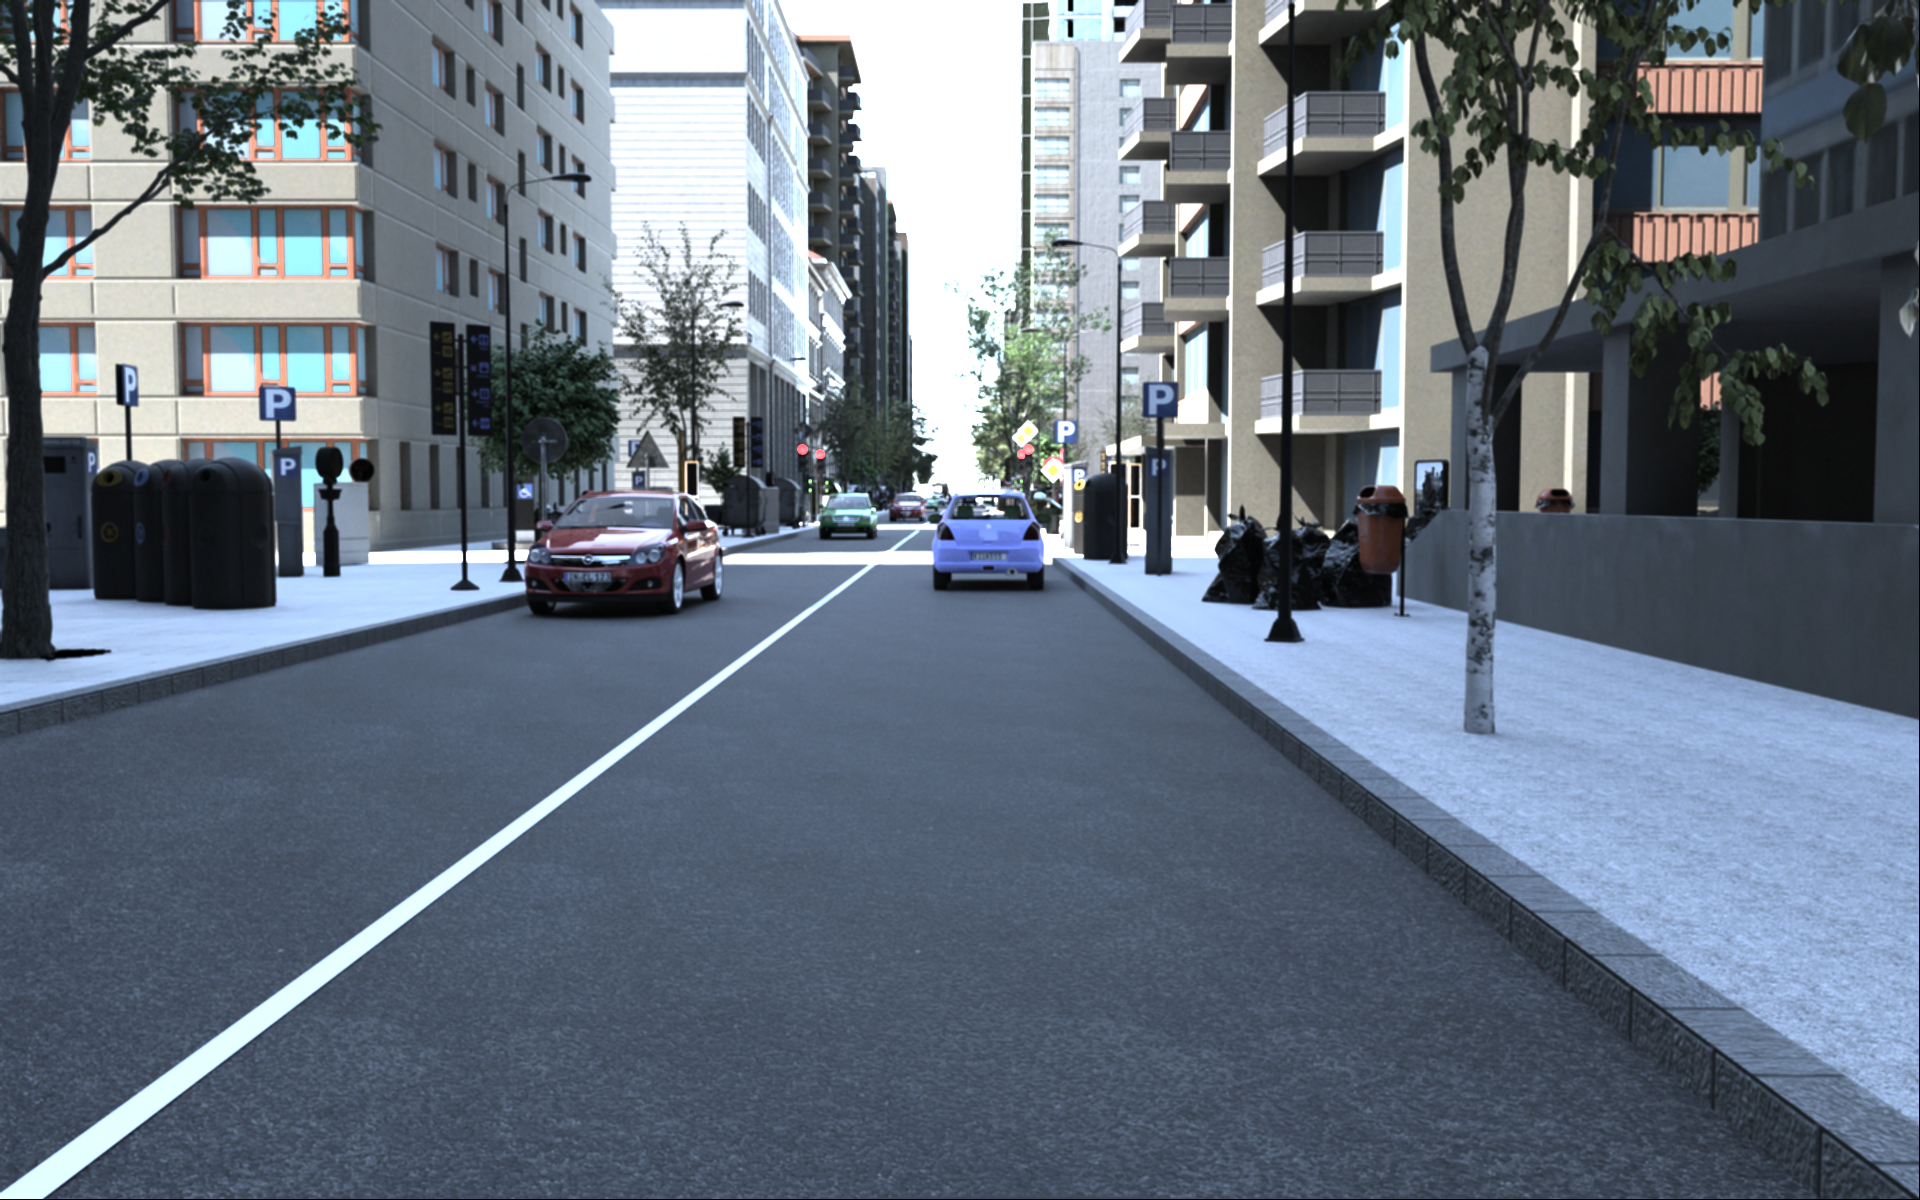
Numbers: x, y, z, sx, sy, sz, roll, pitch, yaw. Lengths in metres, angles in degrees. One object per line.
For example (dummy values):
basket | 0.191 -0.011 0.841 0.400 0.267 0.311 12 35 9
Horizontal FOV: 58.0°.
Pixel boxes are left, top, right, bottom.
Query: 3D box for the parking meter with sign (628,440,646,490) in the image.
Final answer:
parking meter with sign | -10.271 -3.608 55.252 0.543 3.016 1.738 -1 4 -12

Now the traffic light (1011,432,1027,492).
traffic light | 2.620 -5.220 74.264 0.839 4.253 0.868 0 4 0

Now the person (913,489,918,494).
person | -3.822 -8.521 147.794 0.580 1.828 0.573 2 4 28

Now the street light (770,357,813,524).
street light | -5.888 -5.283 58.912 1.470 5.913 1.316 0 4 0

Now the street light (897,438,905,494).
street light | -5.505 -10.383 142.309 1.470 5.913 1.316 0 4 0

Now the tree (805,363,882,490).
tree | -6.683 -8.964 96.918 4.360 8.622 3.978 0 3 0

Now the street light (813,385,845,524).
street light | -5.830 -6.216 74.180 1.470 5.913 1.316 0 4 0

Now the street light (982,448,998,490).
street light | 2.886 -12.337 174.254 1.470 5.913 1.316 0 4 0

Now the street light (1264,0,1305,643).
street light | 2.294 -2.595 14.966 1.470 5.913 1.316 0 4 0

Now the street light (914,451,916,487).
street light | -5.372 -12.991 184.951 1.470 5.913 1.316 0 4 0

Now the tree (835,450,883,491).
tree | -7.062 -8.401 121.062 4.285 4.588 4.351 0 3 0

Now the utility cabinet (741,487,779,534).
utility cabinet | -6.409 -2.870 55.603 1.173 1.500 0.318 -1 4 -21

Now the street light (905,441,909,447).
street light | -5.434 -10.938 151.384 1.470 5.913 1.316 0 4 0

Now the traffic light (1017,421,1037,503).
traffic light | 2.588 -4.731 66.279 0.839 4.253 0.868 0 4 0

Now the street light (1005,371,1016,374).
street light | 2.418 -5.692 65.604 1.470 5.913 1.316 0 4 0

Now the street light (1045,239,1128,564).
street light | 2.368 -3.621 31.749 1.470 5.913 1.316 0 4 0

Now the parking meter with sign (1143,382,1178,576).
parking meter with sign | 3.223 -1.933 27.864 0.543 3.016 1.738 0 4 7

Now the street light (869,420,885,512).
street light | -5.648 -8.324 108.631 1.470 5.913 1.316 0 4 0

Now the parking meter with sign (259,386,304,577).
parking meter with sign | -10.726 -1.911 27.499 0.543 3.016 1.738 -2 4 -27

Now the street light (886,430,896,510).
street light | -5.557 -9.350 125.414 1.470 5.913 1.316 0 4 0

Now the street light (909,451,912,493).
street light | -5.511 -11.965 168.168 1.470 5.913 1.316 0 4 0

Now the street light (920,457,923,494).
street light | -5.318 -14.018 201.734 1.470 5.913 1.316 0 4 0

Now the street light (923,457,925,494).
street light | -5.158 -16.028 234.592 1.470 5.913 1.316 0 4 0

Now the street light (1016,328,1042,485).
street light | 2.396 -4.649 48.545 1.470 5.913 1.316 0 4 0

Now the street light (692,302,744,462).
street light | -5.913 -4.247 41.984 1.470 5.913 1.316 0 4 0

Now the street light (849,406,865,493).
street light | -5.767 -7.297 91.848 1.470 5.913 1.316 0 4 0

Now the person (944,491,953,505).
person | -1.048 -9.813 169.619 1.217 1.739 0.721 -2 4 -33

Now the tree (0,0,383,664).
tree | -7.189 -5.353 13.283 9.928 11.665 9.643 0 3 0

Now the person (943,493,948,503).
person | -1.854 -12.970 222.029 0.593 1.643 0.415 -3 5 -44

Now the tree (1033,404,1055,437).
tree | 7.424 -11.317 135.389 4.360 8.622 3.978 0 3 0

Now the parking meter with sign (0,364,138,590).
parking meter with sign | -12.081 -1.660 23.407 1.738 3.016 0.543 0 4 -6

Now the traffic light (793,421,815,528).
traffic light | -5.974 -4.733 66.298 0.839 4.253 0.868 0 4 0

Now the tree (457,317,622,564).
tree | -7.817 -2.983 32.491 4.285 4.588 4.351 0 3 0

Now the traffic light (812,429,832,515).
traffic light | -5.941 -5.221 74.283 0.839 4.253 0.868 0 4 0

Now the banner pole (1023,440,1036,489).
banner pole | 3.249 -5.530 80.427 0.863 3.779 0.401 -1 4 -19

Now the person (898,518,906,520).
person | -3.166 -5.022 94.884 0.640 1.303 0.475 2 4 35

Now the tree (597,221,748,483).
tree | -7.420 -5.850 46.006 4.360 8.622 3.978 0 3 0

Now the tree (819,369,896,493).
tree | -6.667 -9.312 102.620 4.737 8.622 4.395 0 3 0

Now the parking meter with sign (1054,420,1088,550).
parking meter with sign | 2.661 -2.690 40.242 0.543 3.016 1.738 -1 4 -11

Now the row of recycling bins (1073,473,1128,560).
row of recycling bins | 2.893 -1.724 35.307 1.069 1.692 3.534 0 3 0

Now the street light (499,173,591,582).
street light | -6.028 -3.221 25.201 1.470 5.913 1.316 0 4 0

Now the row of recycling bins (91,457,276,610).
row of recycling bins | -9.205 -0.820 20.520 3.534 1.692 1.069 3 5 42
